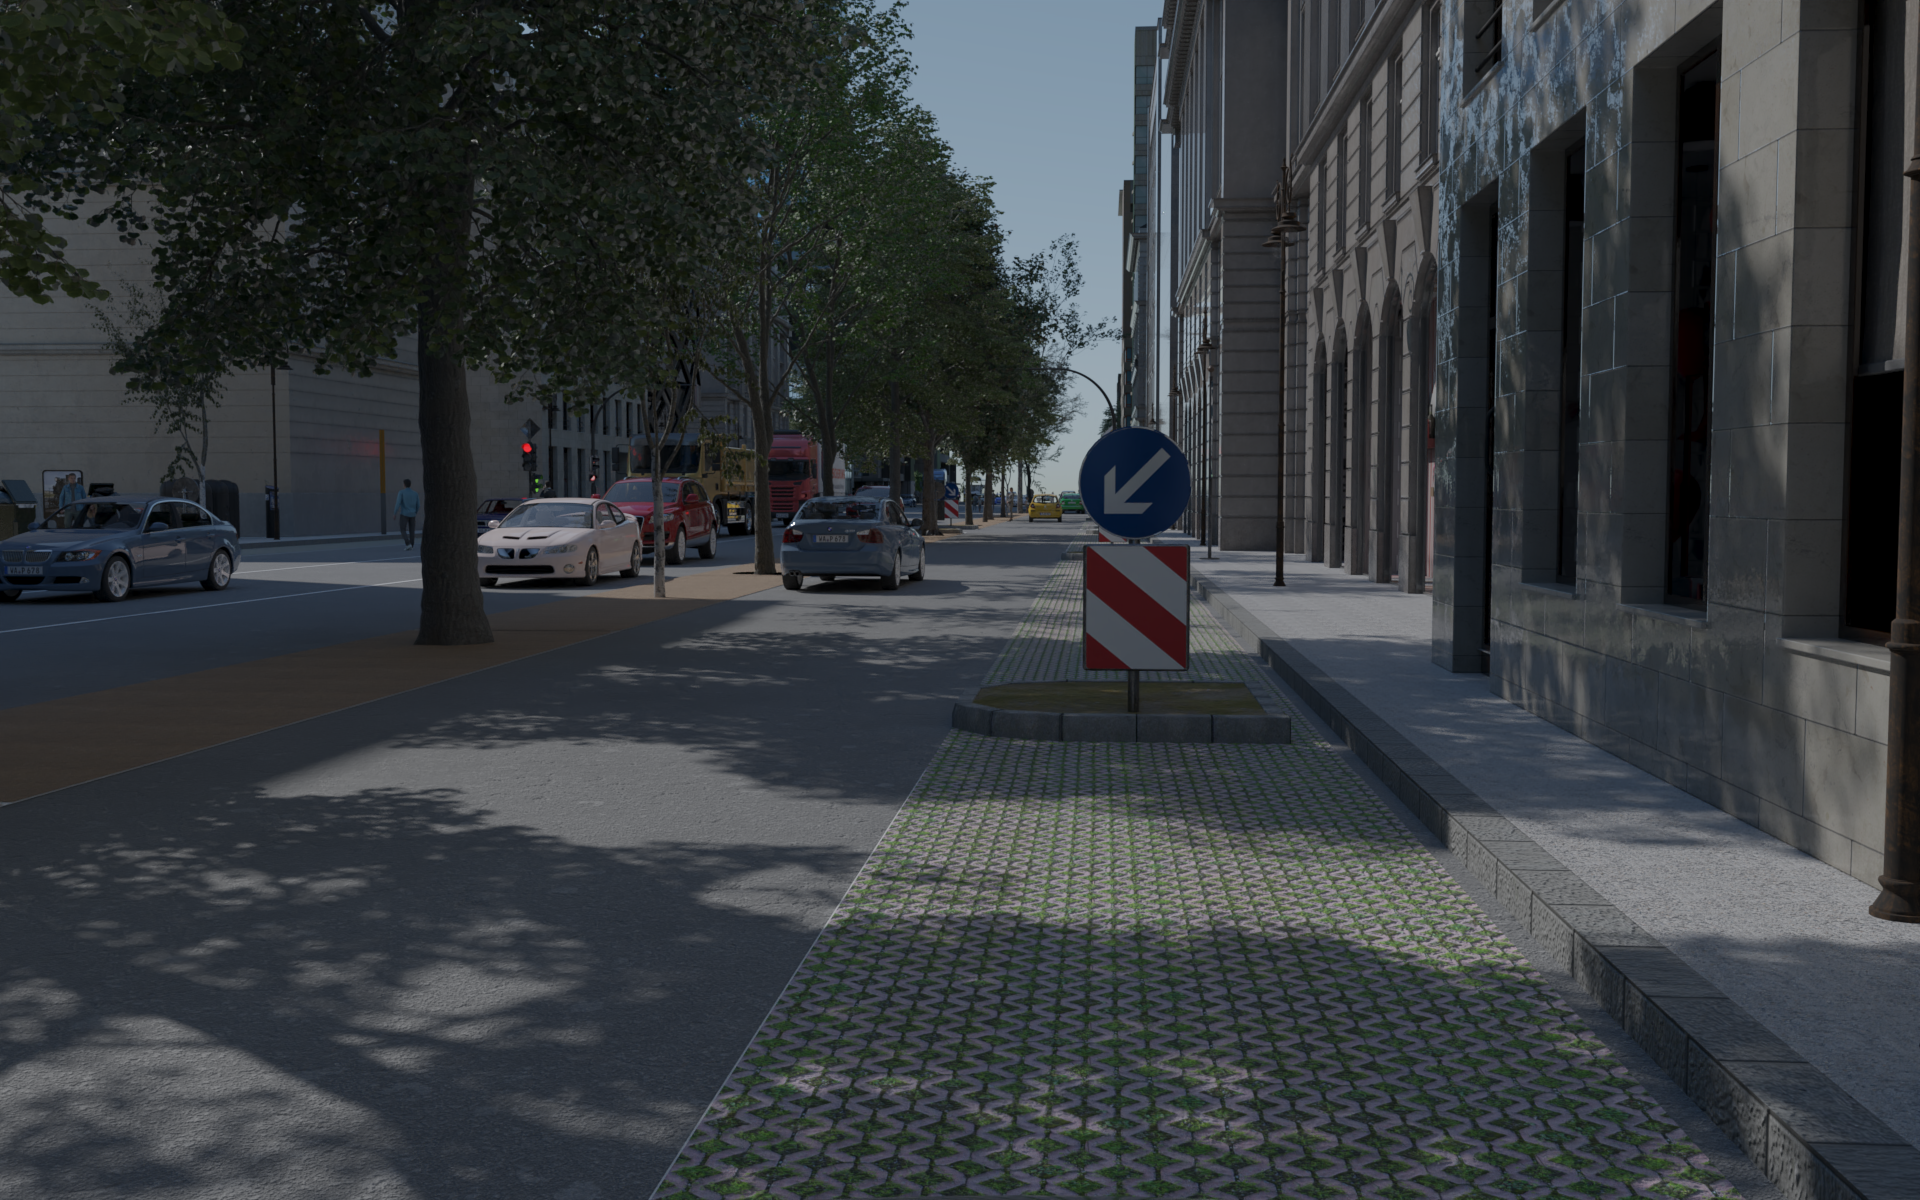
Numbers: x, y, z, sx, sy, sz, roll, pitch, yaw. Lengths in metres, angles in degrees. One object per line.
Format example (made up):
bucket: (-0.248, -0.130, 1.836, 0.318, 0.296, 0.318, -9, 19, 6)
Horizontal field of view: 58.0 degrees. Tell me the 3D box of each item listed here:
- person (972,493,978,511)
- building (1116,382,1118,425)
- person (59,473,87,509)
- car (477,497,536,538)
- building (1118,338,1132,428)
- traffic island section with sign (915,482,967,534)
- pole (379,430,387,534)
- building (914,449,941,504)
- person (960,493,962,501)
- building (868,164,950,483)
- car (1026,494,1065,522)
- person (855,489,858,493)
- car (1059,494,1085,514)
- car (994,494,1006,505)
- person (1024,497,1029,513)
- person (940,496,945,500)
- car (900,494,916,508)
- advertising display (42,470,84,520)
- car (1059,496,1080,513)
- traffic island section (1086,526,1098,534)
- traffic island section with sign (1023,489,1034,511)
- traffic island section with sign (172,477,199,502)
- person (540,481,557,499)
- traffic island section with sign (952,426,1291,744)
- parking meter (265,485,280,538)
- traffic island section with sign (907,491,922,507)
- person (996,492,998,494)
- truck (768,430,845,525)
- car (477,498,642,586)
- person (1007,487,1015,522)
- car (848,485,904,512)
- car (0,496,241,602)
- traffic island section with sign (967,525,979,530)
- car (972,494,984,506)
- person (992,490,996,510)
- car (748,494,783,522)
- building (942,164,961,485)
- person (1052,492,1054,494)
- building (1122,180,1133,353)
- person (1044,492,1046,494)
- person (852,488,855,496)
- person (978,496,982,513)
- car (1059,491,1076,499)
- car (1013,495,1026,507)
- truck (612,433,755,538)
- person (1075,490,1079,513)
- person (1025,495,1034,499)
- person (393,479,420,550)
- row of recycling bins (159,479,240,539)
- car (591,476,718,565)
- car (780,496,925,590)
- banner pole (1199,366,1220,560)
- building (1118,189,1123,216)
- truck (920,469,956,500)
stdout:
person: (1.251, -8.257, 146.098, 0.523, 1.515, 0.503, 2, 4, 29)
building: (37.577, -25.468, 261.440, 27.650, 21.520, 28.899, 0, 4, 5)
person: (-21.184, -2.141, 41.392, 0.601, 1.785, 0.444, -2, 4, -23)
car: (-12.977, -2.266, 49.635, 1.945, 1.354, 3.894, 0, 4, 3)
building: (33.096, -22.041, 205.415, 27.650, 21.520, 28.899, 0, 4, 5)
traffic island section with sign: (-0.923, -3.365, 63.162, 2.006, 1.907, 1.989, 0, 4, 5)
pole: (-18.313, -3.738, 54.963, 0.158, 3.312, 0.155, 0, 3, 0)
building: (-10.268, -33.875, 237.454, 14.154, 41.232, 14.086, 0, 4, 5)
person: (0.007, -18.292, 305.903, 1.217, 1.735, 0.721, -2, 4, -24)
building: (-13.042, -38.641, 255.482, 21.300, 48.544, 21.600, 0, 4, 5)
car: (4.385, -4.812, 88.905, 2.015, 1.641, 3.980, 0, 4, 3)
person: (-9.661, -9.620, 163.858, 0.721, 1.766, 1.217, 3, 4, 38)
car: (8.121, -7.097, 124.824, 1.959, 1.807, 4.718, 0, 4, 5)
car: (5.436, -13.786, 234.995, 1.945, 1.707, 3.694, 0, 4, 5)
person: (4.905, -7.023, 128.348, 0.382, 1.210, 0.505, -1, 4, -12)
person: (-1.692, -9.436, 163.224, 0.683, 1.767, 0.568, 0, 4, 4)
car: (-5.733, -10.565, 184.733, 2.014, 1.417, 4.499, 0, 4, 6)
advertising display: (-23.864, -2.501, 46.112, 0.974, 1.923, 0.123, -1, 4, -16)
car: (8.191, -7.184, 130.036, 1.945, 1.354, 3.894, 0, 4, 4)
traffic island section: (5.556, -2.453, 62.390, 2.009, 0.180, 2.903, 0, 4, 5)
traffic island section with sign: (5.863, -8.397, 145.430, 2.006, 1.907, 1.989, 0, 4, 5)
traffic island section with sign: (-17.954, -1.889, 39.517, 1.989, 1.847, 2.006, 0, 4, 5)
person: (-14.553, -3.264, 61.231, 0.474, 1.900, 0.648, 1, 4, 9)
traffic island section with sign: (0.979, -0.138, 10.878, 1.989, 1.847, 2.006, 0, 4, 5)
parking meter: (-20.014, -2.569, 50.421, 0.372, 1.533, 0.369, 0, 3, 0)
traffic island section with sign: (-4.924, -11.552, 197.504, 1.989, 1.847, 2.006, 0, 4, 5)
person: (6.625, -17.909, 302.100, 0.721, 1.735, 1.217, 0, 4, -2)
truck: (-7.133, -5.436, 77.793, 2.839, 4.237, 11.283, 0, 4, 4)
car: (-6.538, -0.984, 28.443, 2.083, 1.381, 4.827, 0, 4, 3)
person: (2.567, -4.960, 89.872, 0.573, 1.790, 0.520, -2, 4, -35)
car: (-3.715, -4.148, 76.490, 2.281, 1.827, 5.304, 0, 4, 6)
car: (-11.911, -0.766, 24.520, 2.014, 1.417, 4.499, 0, 4, 4)
traffic island section with sign: (-0.305, -3.817, 70.544, 2.006, 1.907, 1.989, 0, 4, 5)
car: (2.444, -11.942, 205.045, 2.009, 1.686, 4.222, 0, 4, 5)
person: (2.510, -7.740, 135.388, 0.599, 1.781, 0.374, 2, 4, 25)
car: (-10.450, -4.845, 91.008, 2.131, 1.459, 4.920, 0, 4, 4)
building: (-14.260, -42.258, 280.149, 28.713, 52.752, 27.495, 0, 4, 5)
person: (15.394, -16.986, 286.083, 0.709, 1.838, 0.599, -1, 4, -21)
building: (29.392, -36.067, 239.804, 14.600, 45.320, 14.200, 0, 4, 5)
person: (11.469, -13.920, 236.606, 0.721, 1.766, 1.217, 0, 4, -4)
person: (-9.855, -9.415, 159.601, 0.705, 1.869, 1.348, 0, 4, -7)
person: (1.545, -7.321, 132.882, 0.332, 1.250, 0.352, 2, 4, 30)
car: (11.950, -11.123, 190.536, 2.281, 1.827, 5.304, 0, 4, 6)
car: (6.883, -10.982, 191.923, 2.083, 1.381, 4.827, 0, 4, 6)
truck: (-8.767, -3.767, 57.521, 3.469, 3.379, 9.791, 0, 4, 6)
person: (9.202, -7.685, 134.351, 0.606, 1.804, 0.583, -1, 4, -22)
person: (7.040, -9.958, 172.035, 1.217, 1.736, 0.721, 0, 4, 0)
person: (-14.088, -2.182, 44.203, 0.620, 1.820, 0.660, 3, 5, 42)
row of recycling bins: (-21.209, -2.532, 48.506, 1.069, 1.692, 3.534, 0, 4, 3)
car: (-6.539, -1.722, 36.836, 2.281, 1.827, 5.304, 0, 4, 4)
car: (-1.633, -0.929, 27.187, 2.014, 1.417, 4.499, 0, 4, 7)
banner pole: (4.887, -2.673, 33.716, 0.401, 3.779, 0.863, 0, 4, 5)
building: (40.706, -42.768, 288.491, 28.713, 52.752, 27.495, 0, 4, 5)
truck: (-2.260, -12.339, 191.507, 2.967, 4.110, 18.799, 0, 4, 4)
